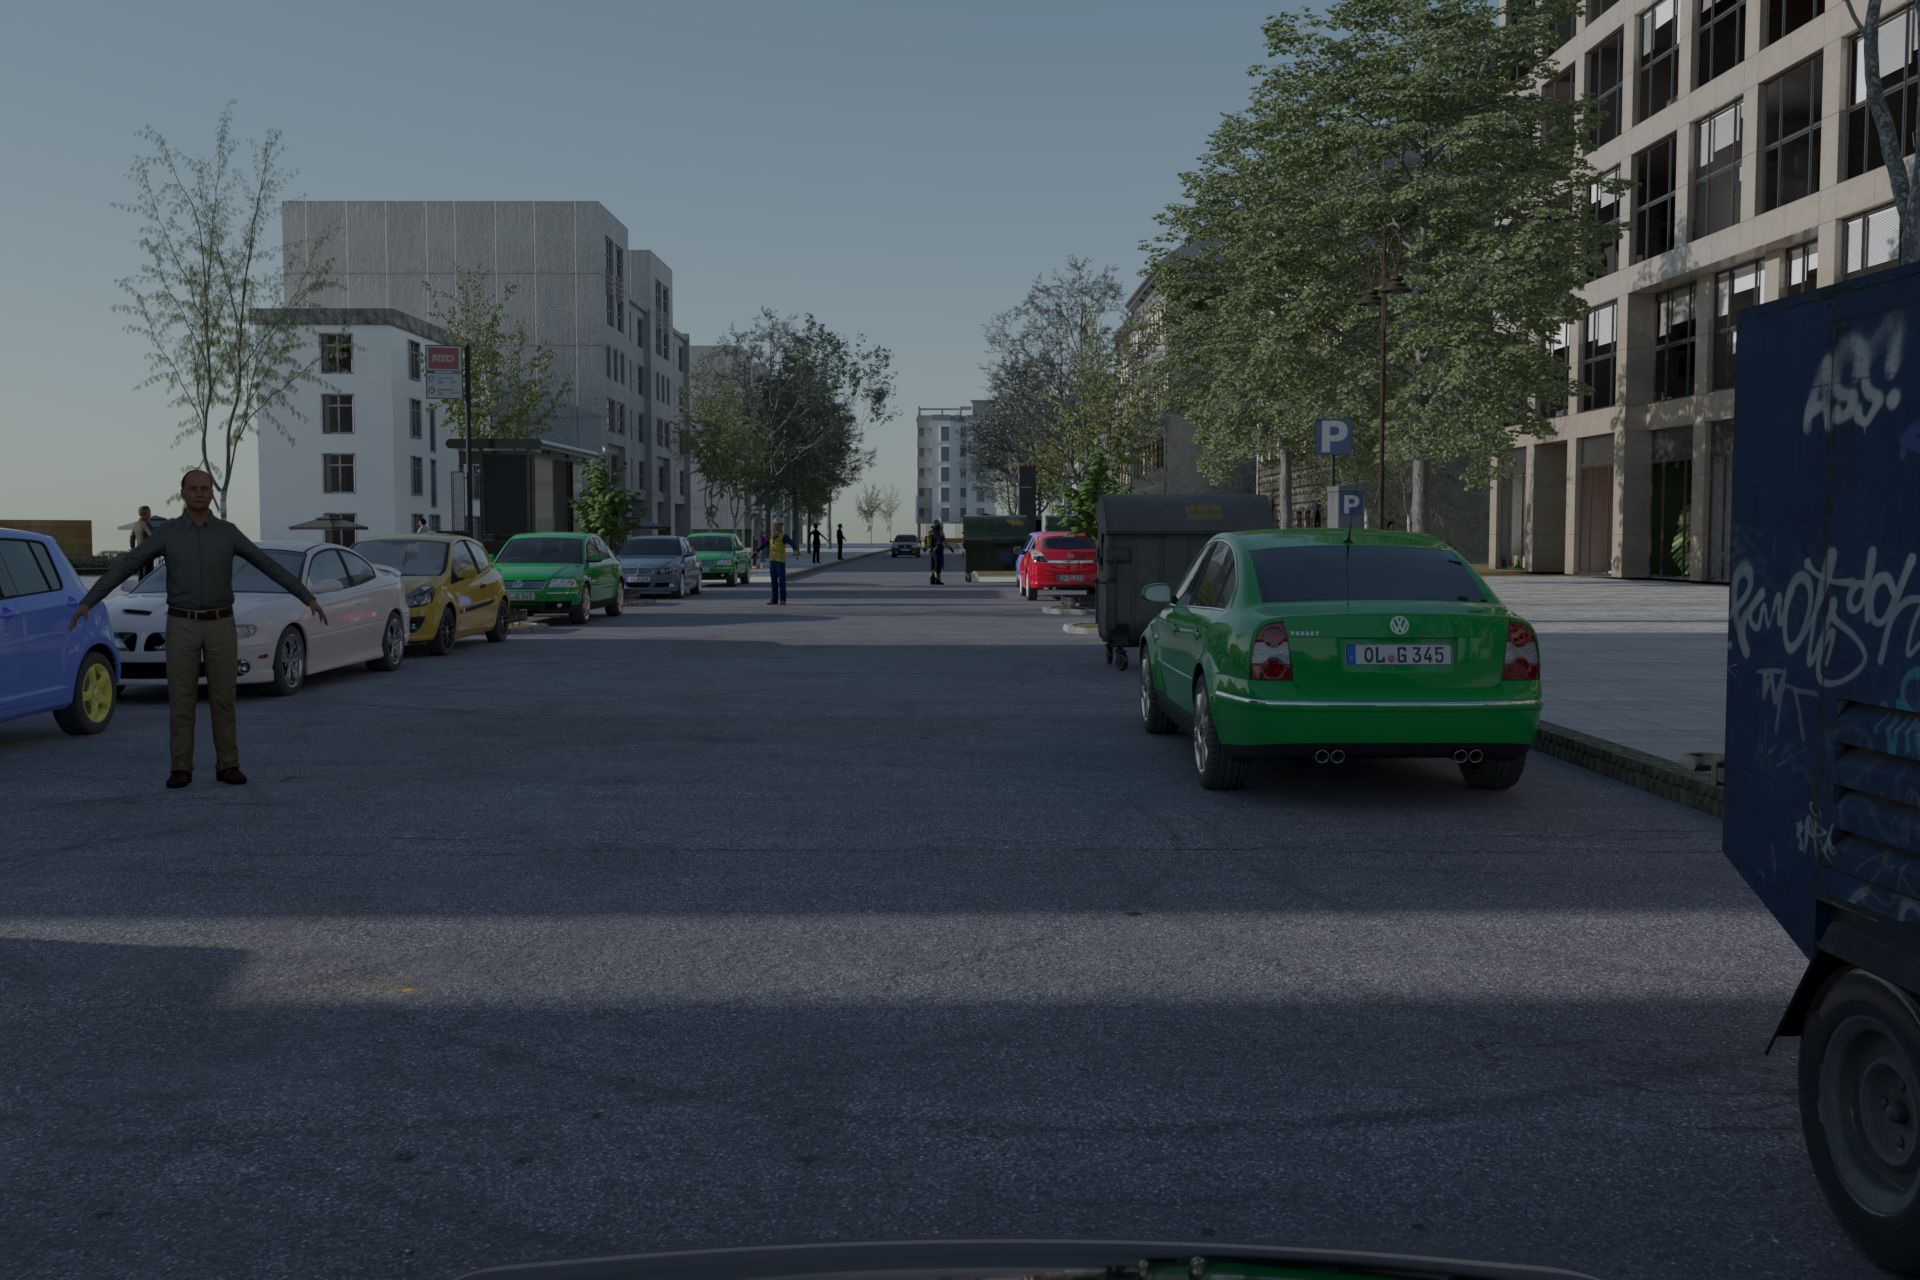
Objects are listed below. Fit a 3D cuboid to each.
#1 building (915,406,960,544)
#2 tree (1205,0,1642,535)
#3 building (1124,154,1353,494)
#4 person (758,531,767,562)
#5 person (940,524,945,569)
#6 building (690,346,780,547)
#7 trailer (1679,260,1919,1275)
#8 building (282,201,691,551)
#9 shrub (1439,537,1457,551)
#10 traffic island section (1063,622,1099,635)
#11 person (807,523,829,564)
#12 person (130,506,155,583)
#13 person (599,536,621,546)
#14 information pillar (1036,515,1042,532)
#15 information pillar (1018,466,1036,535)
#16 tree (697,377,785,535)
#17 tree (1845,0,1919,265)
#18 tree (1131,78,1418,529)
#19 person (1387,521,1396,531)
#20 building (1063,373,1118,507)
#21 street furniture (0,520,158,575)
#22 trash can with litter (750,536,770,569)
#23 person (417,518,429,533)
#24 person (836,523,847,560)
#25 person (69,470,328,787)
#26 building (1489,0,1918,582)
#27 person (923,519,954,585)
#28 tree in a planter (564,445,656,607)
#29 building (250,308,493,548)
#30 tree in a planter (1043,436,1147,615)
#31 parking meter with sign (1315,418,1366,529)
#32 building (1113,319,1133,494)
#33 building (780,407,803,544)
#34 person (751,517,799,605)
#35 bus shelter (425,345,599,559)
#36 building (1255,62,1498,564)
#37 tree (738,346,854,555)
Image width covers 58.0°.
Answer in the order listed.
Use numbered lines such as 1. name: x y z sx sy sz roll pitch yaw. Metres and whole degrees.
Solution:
1. building: -6.054 -23.785 247.767 11.380 20.090 16.016 0 4 -1
2. tree: 8.421 -6.954 31.824 7.486 12.596 7.792 0 3 0
3. building: 20.657 -16.794 105.510 19.493 23.208 18.063 0 4 -1
4. person: -9.036 -4.322 79.926 0.599 1.433 0.991 2 4 31
5. person: -0.806 -3.816 70.708 0.705 1.847 1.347 1 4 15
6. building: -28.712 -19.083 178.457 16.747 18.905 31.486 0 4 1
7. trailer: 2.474 0.201 3.756 1.471 1.999 3.904 0 4 -1
8. building: -27.587 -14.773 107.995 16.747 18.905 31.486 0 4 0
9. shrub: 16.148 -2.867 57.993 1.383 1.207 1.383 0 3 0
10. traffic island section: 2.545 -0.166 25.575 1.991 0.108 1.994 0 4 -1
11. person: -6.171 -4.178 75.029 1.216 1.740 0.721 3 4 38
12. person: -15.100 -1.590 32.172 1.348 1.807 0.705 3 4 37
13. person: -11.214 -2.961 54.537 0.705 1.813 1.348 2 4 29
14. information pillar: 3.045 -3.845 67.350 0.304 2.012 0.304 0 4 0
15. information pillar: 2.539 -4.666 65.663 0.750 3.857 0.750 0 4 -2
16. tree: -10.452 -7.994 81.068 4.737 8.622 4.395 0 3 0
17. tree: 10.014 -9.718 14.784 12.611 20.169 13.585 0 3 0
18. tree: 7.930 -7.706 44.128 7.486 12.596 7.792 0 3 0
19. person: 18.065 -4.058 72.492 1.345 1.843 0.704 -2 4 -25
20. building: 21.306 -20.341 199.029 16.747 18.905 31.486 0 4 -1
21. street furniture: -29.233 -2.937 54.880 11.010 1.723 9.812 -3 5 -44
22. trash can with litter: -7.522 -3.279 64.670 1.678 1.210 2.233 0 4 -1
23. person: -17.954 -3.158 57.818 0.705 1.806 1.347 1 4 11
24. person: -5.924 -4.883 86.021 0.705 1.806 1.347 -1 4 -21
25. person: -4.337 -0.072 9.902 1.348 1.796 0.705 -2 4 -28
26. building: 27.722 -14.572 41.461 19.350 26.588 34.151 0 4 0
27. person: -0.657 -2.483 48.841 0.705 1.856 1.354 -3 4 -38
28. tree in a planter: -7.221 -2.305 34.910 1.991 3.239 1.994 0 3 0
29. building: -25.659 -8.342 78.533 9.099 9.664 28.070 0 4 0
30. tree in a planter: 2.533 -2.105 31.646 1.991 3.239 1.994 0 4 -1
31. parking meter with sign: 5.629 -1.780 25.363 0.543 3.016 1.738 0 3 0
32. building: 21.473 -18.001 125.239 19.493 23.208 18.063 0 4 0
33. building: -29.415 -21.298 214.677 16.747 18.905 31.486 0 4 0
34. person: -3.731 -1.597 35.026 1.216 1.772 0.721 2 4 34
35. bus shelter: -10.232 -3.783 39.477 2.179 5.291 8.768 0 3 0
36. building: 25.010 -15.332 81.609 19.493 23.208 18.063 0 4 -1
37. tree: -10.081 -11.415 104.760 7.486 12.596 7.792 0 3 0
